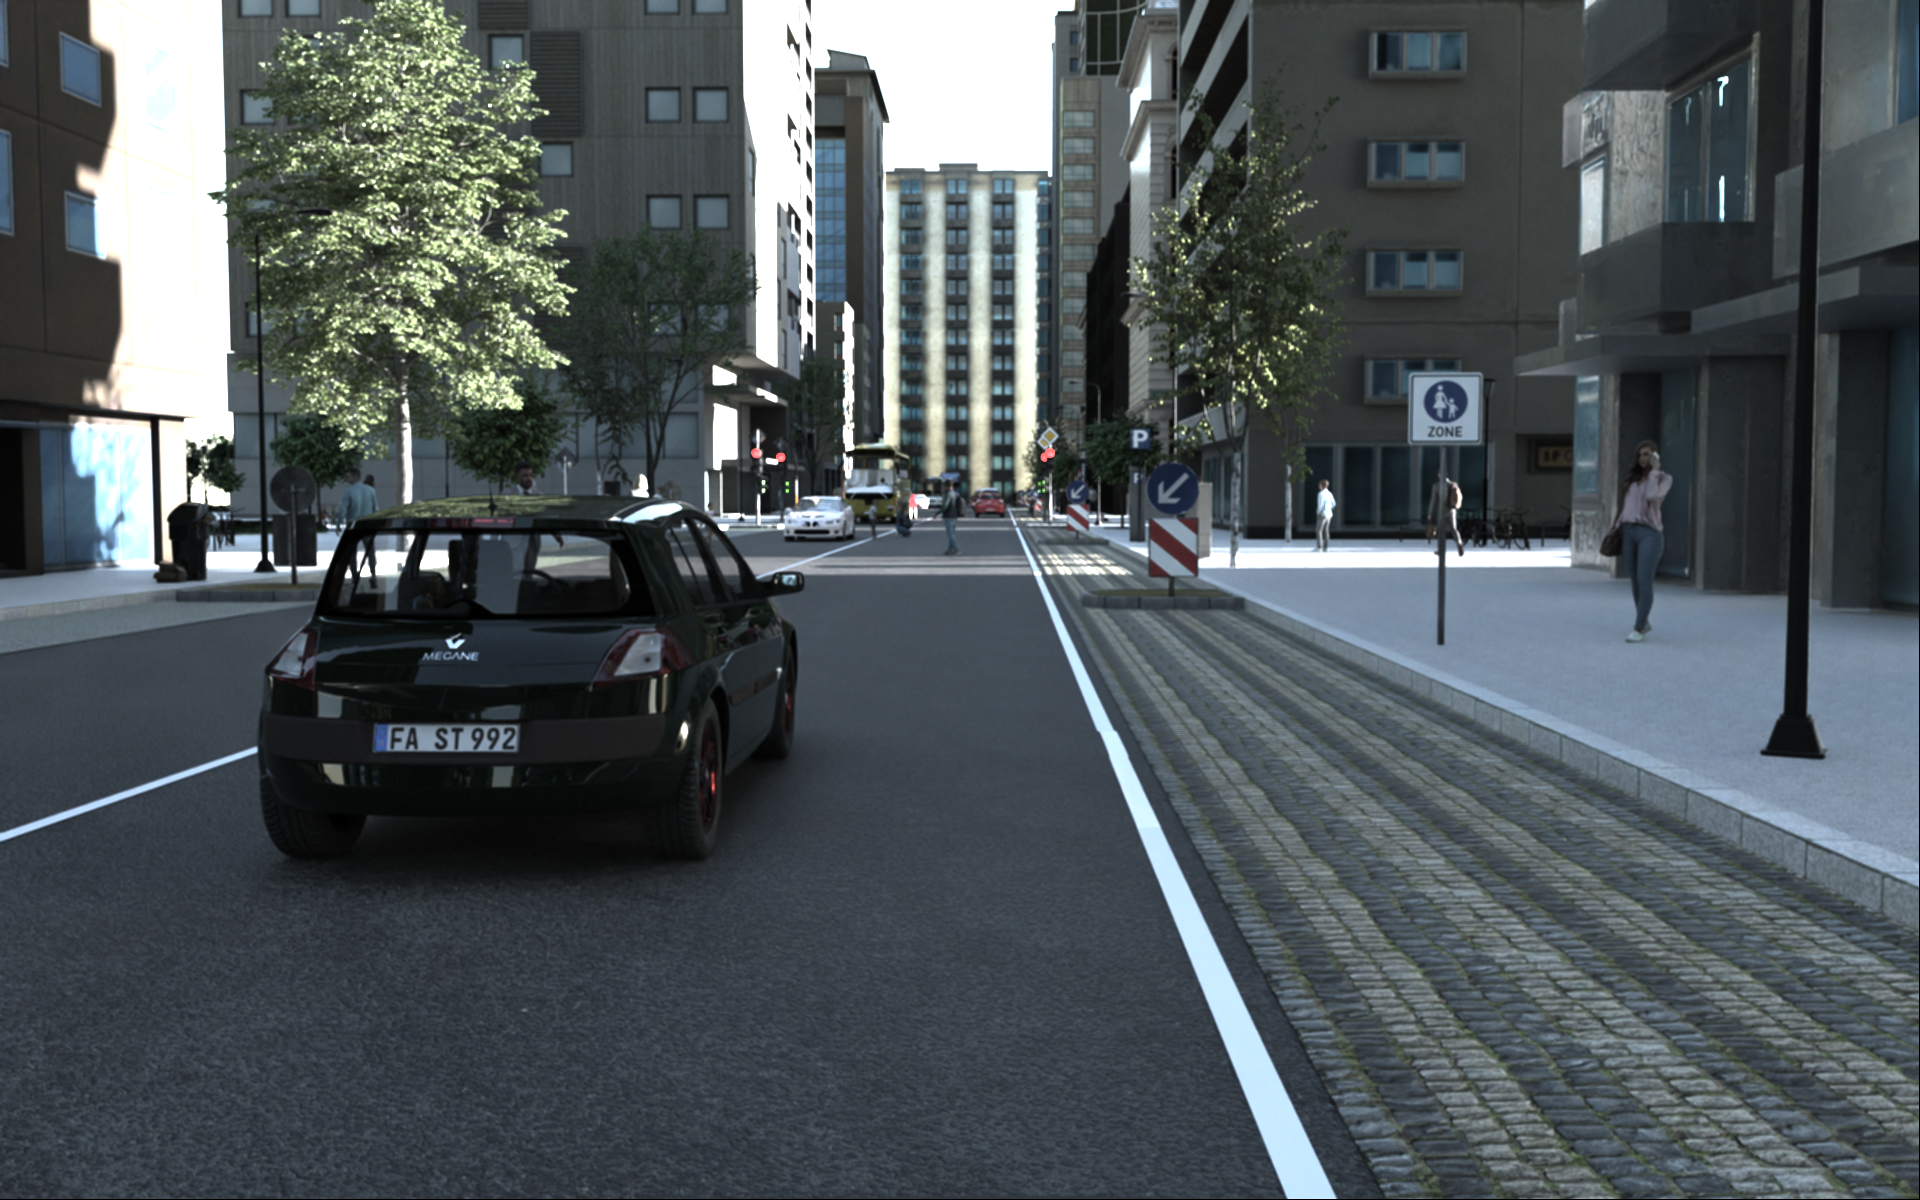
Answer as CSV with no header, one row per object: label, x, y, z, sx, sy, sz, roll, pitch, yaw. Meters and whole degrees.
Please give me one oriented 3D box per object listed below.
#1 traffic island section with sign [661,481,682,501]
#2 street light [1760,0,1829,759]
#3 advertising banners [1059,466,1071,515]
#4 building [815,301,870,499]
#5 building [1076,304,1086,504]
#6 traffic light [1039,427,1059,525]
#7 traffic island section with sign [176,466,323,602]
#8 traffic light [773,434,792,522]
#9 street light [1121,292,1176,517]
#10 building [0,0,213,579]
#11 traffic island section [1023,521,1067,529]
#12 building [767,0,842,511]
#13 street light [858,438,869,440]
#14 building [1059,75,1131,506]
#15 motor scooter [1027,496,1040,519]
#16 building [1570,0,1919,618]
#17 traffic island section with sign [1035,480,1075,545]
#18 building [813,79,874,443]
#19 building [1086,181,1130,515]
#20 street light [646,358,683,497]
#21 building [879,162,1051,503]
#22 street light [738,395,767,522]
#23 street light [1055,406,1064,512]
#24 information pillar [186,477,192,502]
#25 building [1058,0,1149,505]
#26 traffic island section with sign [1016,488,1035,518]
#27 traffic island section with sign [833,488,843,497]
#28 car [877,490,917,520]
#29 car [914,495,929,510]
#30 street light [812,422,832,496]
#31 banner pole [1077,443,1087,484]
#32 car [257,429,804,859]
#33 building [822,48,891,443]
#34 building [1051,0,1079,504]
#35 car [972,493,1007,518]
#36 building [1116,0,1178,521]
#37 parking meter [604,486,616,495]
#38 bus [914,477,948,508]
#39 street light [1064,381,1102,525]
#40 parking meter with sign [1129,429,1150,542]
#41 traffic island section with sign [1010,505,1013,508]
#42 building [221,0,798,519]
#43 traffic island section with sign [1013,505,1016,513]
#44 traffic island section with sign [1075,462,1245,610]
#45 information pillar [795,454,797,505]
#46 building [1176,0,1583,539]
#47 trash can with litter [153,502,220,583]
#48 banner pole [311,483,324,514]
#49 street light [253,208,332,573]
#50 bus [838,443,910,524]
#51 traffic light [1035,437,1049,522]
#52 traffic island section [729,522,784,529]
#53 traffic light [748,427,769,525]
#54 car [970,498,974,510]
traffic island section with sign,-8.662,-2.639,51.774,1.989,1.847,2.006,0,4,1
street light,3.581,-2.193,8.392,1.470,5.913,1.316,0,4,1
advertising banners,6.515,-6.771,106.888,0.090,3.025,2.074,2,4,23
building,-23.735,-19.905,170.487,27.650,21.520,28.899,0,4,1
building,15.407,-17.182,145.560,10.561,19.102,19.286,0,4,1
traffic light,3.716,-5.086,72.074,0.839,4.253,0.868,0,4,1
traffic island section with sign,-9.345,-0.927,23.780,1.989,1.847,2.006,0,4,1
traffic light,-8.249,-5.591,80.334,0.839,4.253,0.868,0,4,1
street light,4.404,-4.127,40.011,1.470,5.913,1.316,0,4,1
building,-21.227,-22.910,24.687,14.600,45.320,14.200,0,4,1
traffic island section,3.949,-3.541,80.170,2.009,0.180,2.903,0,4,1
building,-20.125,-42.775,137.625,20.563,71.187,20.611,0,4,1
street light,-8.206,-10.437,143.181,1.470,5.913,1.316,0,4,1
building,16.933,-29.919,172.766,14.154,41.232,14.086,0,4,1
motor scooter,4.305,-5.410,101.235,0.815,1.314,1.986,0,4,1
building,19.829,-24.222,15.637,23.786,49.044,30.456,0,4,1
traffic island section with sign,3.207,-2.483,49.222,1.989,1.847,2.006,0,4,1
building,-16.985,-33.117,191.565,14.600,45.320,14.200,0,4,1
building,15.849,-18.230,127.743,12.332,23.373,15.834,0,4,1
street light,-10.176,-5.312,59.392,1.470,5.913,1.316,0,4,1
building,-0.265,-38.716,252.608,30.456,49.044,23.786,0,4,1
street light,-9.702,-6.629,80.928,1.470,5.913,1.316,0,4,1
street light,5.705,-7.298,91.869,1.470,5.913,1.316,0,4,1
information pillar,-32.878,-4.233,73.693,0.304,2.012,0.304,-2,4,-35
building,21.330,-45.921,189.066,20.563,71.187,20.611,0,4,1
traffic island section with sign,4.576,-5.942,105.782,1.989,1.847,2.006,0,4,1
traffic island section with sign,-7.362,-5.898,105.058,1.989,1.847,2.006,0,4,1
car,-3.587,-5.391,96.823,2.281,1.827,5.304,0,4,3
car,-3.882,-9.018,159.805,2.083,1.381,4.827,0,4,1
street light,-8.995,-8.533,112.056,1.470,5.913,1.316,0,4,1
banner pole,5.888,-5.765,84.271,0.401,3.779,0.863,-3,4,-38
car,-1.797,0.097,8.208,2.009,1.686,4.222,0,4,1
building,-23.083,-38.224,214.203,27.495,52.752,28.713,0,4,1
building,21.744,-41.097,213.932,21.231,58.520,28.212,0,4,1
car,1.817,-5.947,106.277,2.155,1.783,4.494,0,4,0
building,20.111,-18.360,87.571,23.554,28.519,14.401,0,4,1
parking meter,-10.720,-2.731,53.066,0.372,1.533,0.369,0,3,0
bus,-2.775,-11.258,178.923,2.948,3.499,13.247,0,4,3
street light,5.152,-6.032,71.167,1.470,5.913,1.316,0,4,1
parking meter with sign,4.834,-3.100,46.952,0.543,3.016,1.738,0,4,3
traffic island section with sign,6.420,-10.598,181.909,1.989,1.847,2.006,0,4,1
building,-24.023,-31.294,100.903,28.713,52.752,27.495,0,4,1
traffic island section with sign,5.235,-7.595,132.812,1.989,1.847,2.006,0,4,1
traffic island section with sign,2.554,-0.835,22.275,1.989,1.847,2.006,0,4,1
information pillar,-9.545,-6.703,100.956,0.183,3.616,0.504,0,4,-2
building,19.046,-26.554,57.854,21.300,48.544,21.600,0,4,1
trash can with litter,-11.382,-0.860,25.443,0.624,1.170,1.055,0,4,0
banner pole,-29.859,-5.514,80.170,0.863,3.779,0.401,0,4,1
street light,-10.878,-3.408,28.265,1.470,5.913,1.316,0,4,1
bus,-4.118,-5.865,87.442,2.896,3.916,12.252,0,4,2
traffic light,3.909,-5.574,80.057,0.839,4.253,0.868,0,4,1
traffic island section,-8.482,-3.071,72.487,2.009,0.180,2.903,0,4,1
traffic light,-8.442,-5.103,72.352,0.839,4.253,0.868,0,4,1
car,2.009,-9.309,161.241,2.155,1.783,4.494,0,4,0
